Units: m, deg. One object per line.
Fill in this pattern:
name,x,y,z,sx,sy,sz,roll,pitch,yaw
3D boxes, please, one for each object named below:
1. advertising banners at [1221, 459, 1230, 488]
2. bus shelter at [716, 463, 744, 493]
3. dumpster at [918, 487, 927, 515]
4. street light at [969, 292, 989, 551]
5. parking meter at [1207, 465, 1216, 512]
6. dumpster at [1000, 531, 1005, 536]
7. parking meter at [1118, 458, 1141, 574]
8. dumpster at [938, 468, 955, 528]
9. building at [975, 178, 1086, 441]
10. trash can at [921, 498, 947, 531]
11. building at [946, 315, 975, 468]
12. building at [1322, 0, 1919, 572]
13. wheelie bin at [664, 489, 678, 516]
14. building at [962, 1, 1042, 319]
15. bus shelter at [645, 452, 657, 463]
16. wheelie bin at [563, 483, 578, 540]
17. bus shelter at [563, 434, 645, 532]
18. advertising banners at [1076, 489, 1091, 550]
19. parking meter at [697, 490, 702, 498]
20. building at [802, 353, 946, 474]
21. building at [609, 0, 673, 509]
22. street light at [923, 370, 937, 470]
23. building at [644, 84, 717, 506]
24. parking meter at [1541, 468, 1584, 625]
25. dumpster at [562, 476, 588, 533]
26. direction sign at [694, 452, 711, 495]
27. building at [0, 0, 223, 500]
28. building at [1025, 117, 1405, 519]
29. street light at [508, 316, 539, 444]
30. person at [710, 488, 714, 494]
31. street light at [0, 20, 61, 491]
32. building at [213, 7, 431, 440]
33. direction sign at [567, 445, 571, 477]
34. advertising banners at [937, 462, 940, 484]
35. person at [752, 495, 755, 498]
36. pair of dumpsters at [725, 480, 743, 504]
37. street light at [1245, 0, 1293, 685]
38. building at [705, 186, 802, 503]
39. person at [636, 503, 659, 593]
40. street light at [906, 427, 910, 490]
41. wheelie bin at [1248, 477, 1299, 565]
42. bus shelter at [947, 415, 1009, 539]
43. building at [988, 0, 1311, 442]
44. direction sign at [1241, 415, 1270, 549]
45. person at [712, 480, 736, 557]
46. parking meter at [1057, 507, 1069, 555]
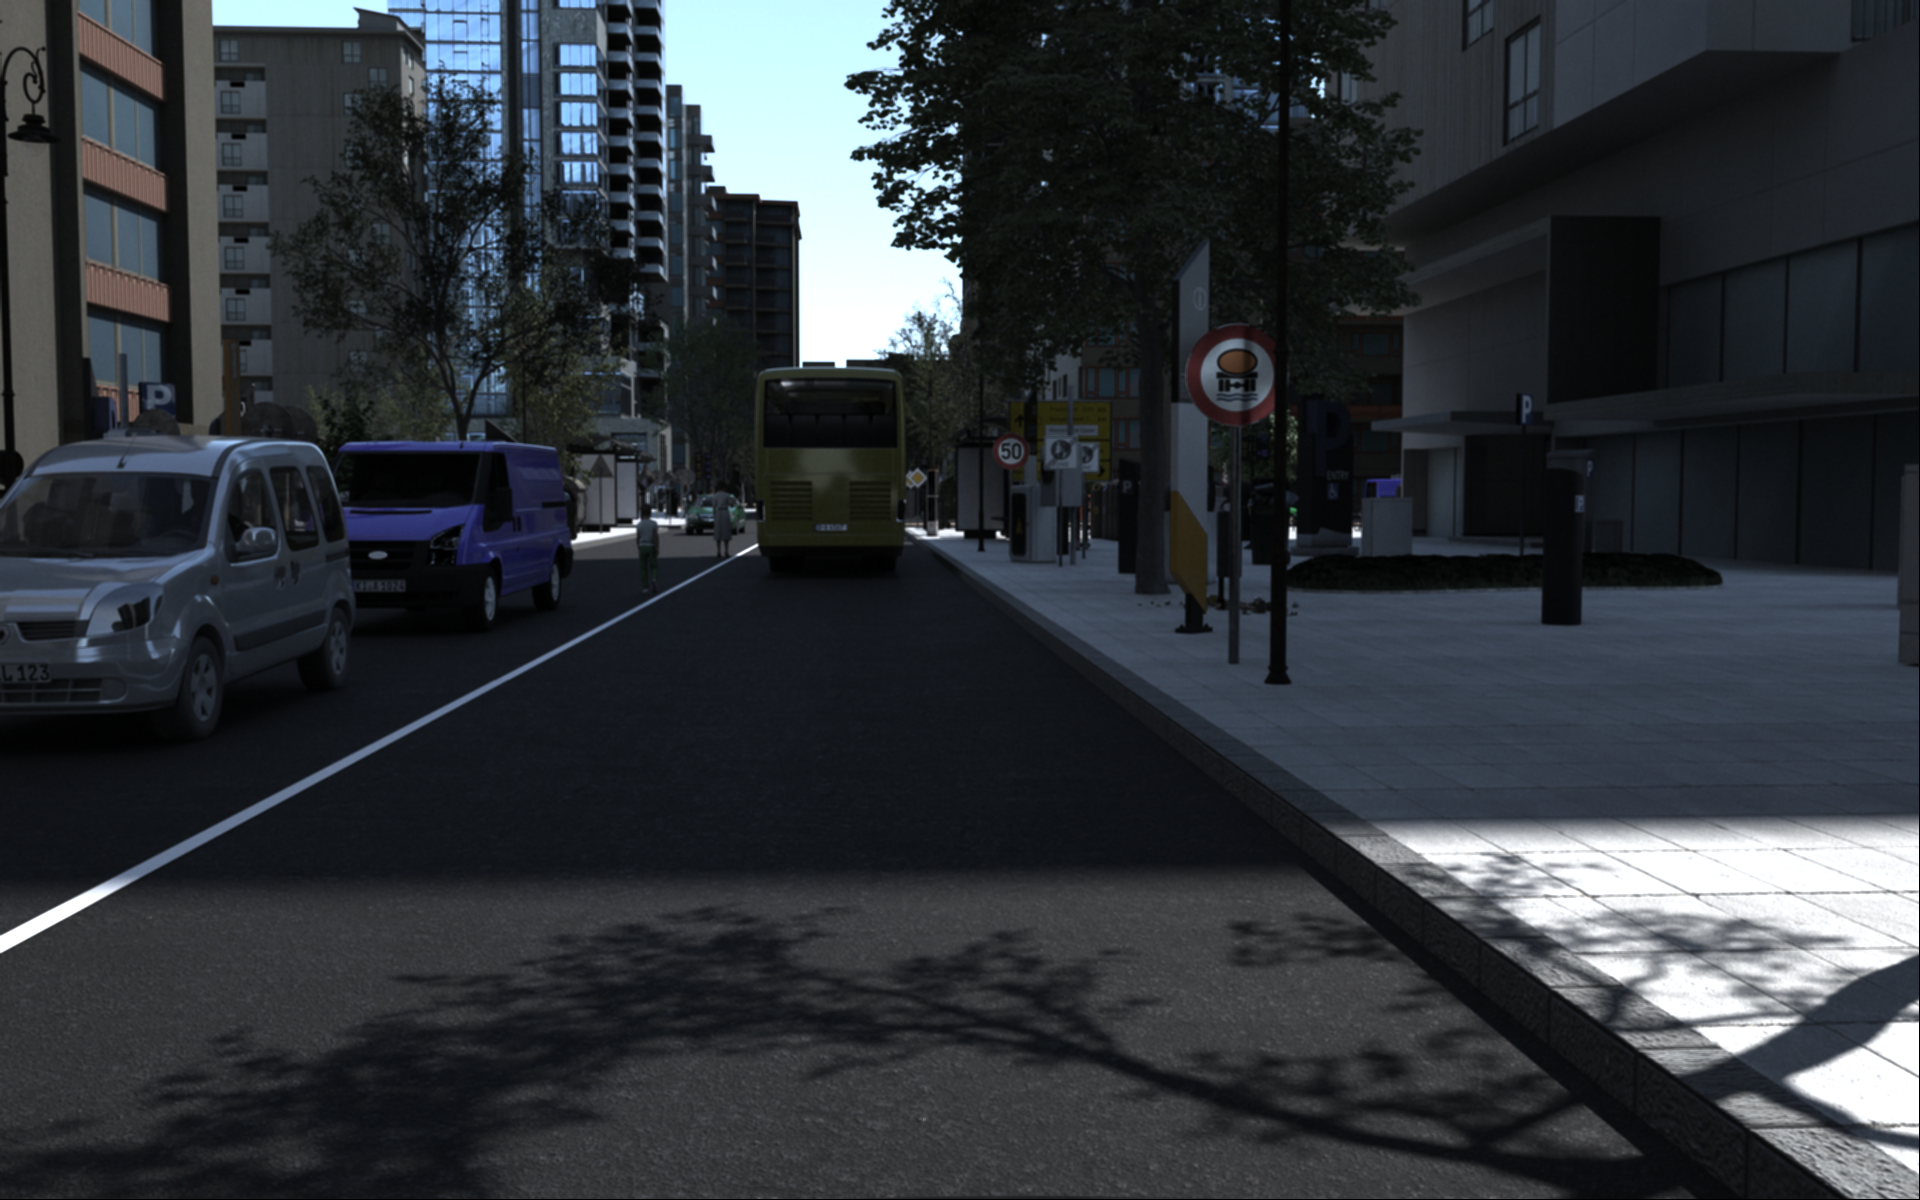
advertising banners,12.007,-4.795,74.590,0.090,3.025,2.074,-3,5,-42
bus shelter,-17.703,-8.711,133.709,1.731,3.624,6.357,0,4,-3
dumpster,-1.955,-6.121,105.832,1.264,1.857,1.865,0,4,-3
street light,0.476,-4.027,38.637,0.468,5.910,1.993,0,4,-3
parking meter,4.324,-1.531,30.746,0.399,1.863,0.255,0,4,3
dumpster,0.880,-2.818,51.826,1.264,1.857,1.865,0,4,-3
parking meter,2.780,-1.362,27.975,0.399,1.863,0.255,3,5,40
dumpster,-0.079,-3.839,65.259,1.502,2.255,1.985,0,4,-4
building,8.245,-23.753,160.063,14.160,30.474,14.107,0,4,-3
trash can,-0.958,-2.923,59.444,0.748,1.137,0.748,0,3,0
building,13.382,-20.641,182.520,27.650,21.520,28.899,0,4,-3
building,25.103,-27.520,39.184,28.713,52.752,27.495,0,4,-3
wheelie bin,-17.237,-5.859,103.703,0.693,1.594,0.980,3,4,38
building,8.864,-46.925,205.482,20.563,71.187,20.611,0,4,-3
bus shelter,-14.533,-4.996,75.613,2.014,3.302,5.546,0,4,-3
wheelie bin,-11.051,-2.470,48.299,0.693,1.594,0.980,-2,4,-27
bus shelter,-12.529,-4.100,60.952,2.014,3.302,5.546,0,4,-4
advertising banners,2.683,-2.653,39.556,0.090,3.025,2.074,1,4,19
parking meter,-17.694,-6.692,117.824,0.372,1.533,0.369,0,3,0
building,-8.569,-25.007,253.895,28.899,21.520,27.650,0,4,-3
building,-37.764,-51.822,159.964,22.319,86.520,31.000,0,4,-3
street light,-1.111,-5.632,64.864,0.468,5.910,1.993,0,4,-3
building,-44.023,-35.599,201.650,30.456,49.044,23.786,0,4,-3
parking meter,5.936,-0.529,17.052,0.372,1.533,0.369,0,3,0
dumpster,-13.009,-3.133,56.985,1.264,1.857,1.865,0,4,-4
direction sign,-13.964,-6.244,94.082,0.876,3.537,0.379,0,4,-5
building,-33.497,-23.746,42.872,28.867,44.769,22.147,0,4,-3
building,19.437,-15.493,98.347,28.899,21.520,27.650,0,4,-3
street light,-10.772,-4.286,42.869,0.468,5.910,1.993,0,4,-3
person,-10.392,-3.862,72.646,0.512,1.701,0.522,2,4,23
street light,-9.145,-2.680,16.598,0.468,5.910,1.993,0,4,-3
building,-72.754,-37.151,196.665,27.495,52.752,28.713,0,4,-3
direction sign,-17.259,-5.217,77.301,0.876,3.537,0.379,3,5,43
advertising banners,-1.006,-5.891,92.509,0.090,3.025,2.074,-1,4,-10
person,-27.551,-13.413,227.880,0.705,1.814,1.350,3,4,37
pair of dumpsters,-16.133,-7.292,121.711,1.574,2.255,4.437,0,4,-3
street light,2.154,-2.372,11.564,0.468,5.910,1.993,0,4,-3
building,-37.214,-36.318,248.423,28.867,44.769,22.147,0,4,-3
person,-4.489,-0.745,24.930,0.306,1.304,0.590,-1,4,-20
street light,-2.848,-7.426,94.210,0.468,5.910,1.993,0,4,-3
wheelie bin,5.673,-1.445,31.526,0.980,1.594,0.693,2,4,25
bus shelter,0.800,-3.269,47.378,2.014,3.302,5.546,0,4,-3
building,14.455,-50.121,132.150,22.319,86.520,31.000,0,4,-3
direction sign,6.791,-2.952,40.259,0.876,3.537,0.379,3,5,40
person,-5.360,-1.855,39.391,0.480,1.755,0.524,1,4,8
parking meter,2.122,-1.729,36.687,0.372,1.533,0.369,0,3,0
